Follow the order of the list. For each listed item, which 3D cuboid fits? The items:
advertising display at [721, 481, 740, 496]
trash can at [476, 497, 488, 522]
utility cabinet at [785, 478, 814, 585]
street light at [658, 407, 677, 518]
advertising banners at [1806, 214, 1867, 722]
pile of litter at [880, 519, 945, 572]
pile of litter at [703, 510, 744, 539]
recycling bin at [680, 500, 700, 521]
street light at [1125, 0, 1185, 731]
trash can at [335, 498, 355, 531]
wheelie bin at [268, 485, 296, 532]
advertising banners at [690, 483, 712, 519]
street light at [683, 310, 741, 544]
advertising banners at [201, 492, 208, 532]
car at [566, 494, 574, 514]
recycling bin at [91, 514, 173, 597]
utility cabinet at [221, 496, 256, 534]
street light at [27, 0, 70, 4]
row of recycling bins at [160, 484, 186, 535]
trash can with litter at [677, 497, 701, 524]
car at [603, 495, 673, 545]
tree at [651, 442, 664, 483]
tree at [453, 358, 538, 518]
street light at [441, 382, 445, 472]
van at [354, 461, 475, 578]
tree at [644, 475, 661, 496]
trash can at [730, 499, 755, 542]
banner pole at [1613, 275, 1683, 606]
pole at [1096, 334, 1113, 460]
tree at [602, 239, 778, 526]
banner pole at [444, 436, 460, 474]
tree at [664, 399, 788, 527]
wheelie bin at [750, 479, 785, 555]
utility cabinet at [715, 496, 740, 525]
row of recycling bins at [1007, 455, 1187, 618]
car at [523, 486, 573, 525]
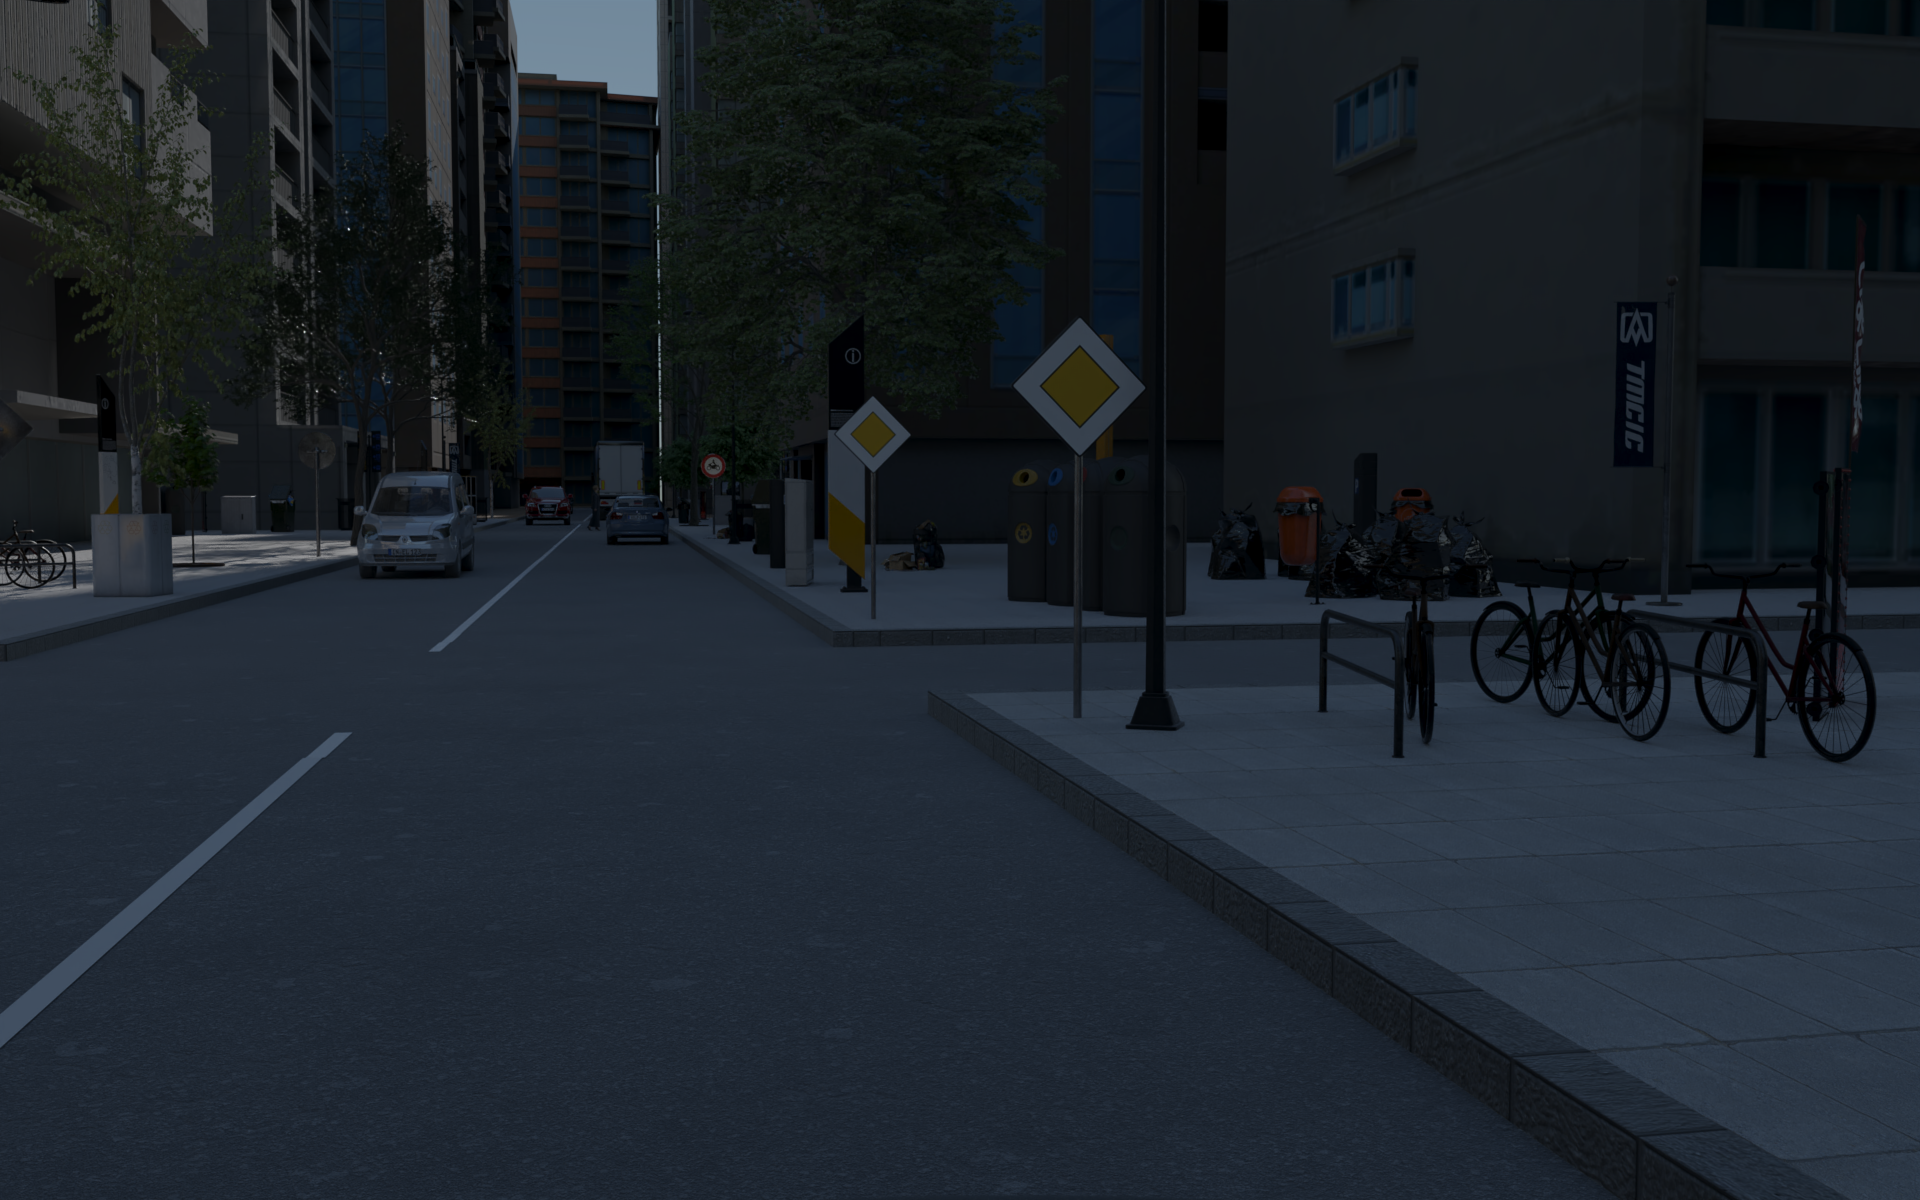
[{"bbox_3d":[-11.149,-4.825,84.110,0.974,1.923,0.123,-2,4,-31],"label":"advertising display"},{"bbox_3d":[-21.923,-4.128,79.148,0.748,1.137,0.748,0,3,0],"label":"trash can"},{"bbox_3d":[-2.253,-0.967,24.484,0.318,1.500,1.173,0,3,0],"label":"utility cabinet"},{"bbox_3d":[-15.662,-7.267,91.349,1.470,5.913,1.316,-1,4,-11],"label":"street light"},{"bbox_3d":[5.333,-0.874,10.471,0.090,3.025,2.074,2,4,32],"label":"advertising banners"},{"bbox_3d":[-0.842,-0.952,29.531,1.176,0.858,1.719,2,4,28],"label":"pile of litter"},{"bbox_3d":[-6.502,-2.196,49.871,1.719,0.858,1.176,1,4,9],"label":"pile of litter"},{"bbox_3d":[-12.364,-4.084,79.329,0.722,1.027,0.722,1,4,9],"label":"recycling bin"},{"bbox_3d":[0.543,-2.246,9.260,1.470,5.913,1.316,-1,4,-11],"label":"street light"},{"bbox_3d":[-21.563,-3.013,60.918,0.748,1.137,0.748,0,3,0],"label":"trash can"},{"bbox_3d":[-22.804,-3.081,58.279,0.980,1.594,0.693,1,4,8],"label":"wheelie bin"},{"bbox_3d":[-13.265,-5.698,89.356,2.074,3.025,0.090,3,5,44],"label":"advertising banners"},{"bbox_3d":[-6.309,-4.372,44.021,1.470,5.913,1.316,-1,4,-11],"label":"street light"},{"bbox_3d":[-25.641,-3.820,58.639,0.090,3.025,2.074,-2,4,-28],"label":"advertising banners"},{"bbox_3d":[-28.463,-6.930,123.085,2.009,1.686,4.222,-1,4,-9],"label":"car"},{"bbox_3d":[-10.442,-0.570,21.866,0.722,1.027,0.722,0,4,-2],"label":"recycling bin"},{"bbox_3d":[-23.245,-2.729,55.788,1.020,1.237,0.306,0,4,3],"label":"utility cabinet"},{"bbox_3d":[-8.867,-2.655,15.952,1.470,5.913,1.316,-1,4,-11],"label":"street light"},{"bbox_3d":[-26.023,-2.859,53.852,3.534,1.692,1.069,-1,4,-22],"label":"row of recycling bins"},{"bbox_3d":[-11.734,-3.894,75.052,1.055,1.170,0.624,1,4,13],"label":"trash can with litter"},{"bbox_3d":[-9.352,-2.344,50.333,2.014,1.417,4.499,-1,4,-10],"label":"car"},{"bbox_3d":[-13.324,-6.284,86.460,4.285,4.588,4.351,0,3,0],"label":"tree"},{"bbox_3d":[-24.725,-8.672,92.146,4.737,8.622,4.395,0,3,0],"label":"tree"},{"bbox_3d":[-18.299,-5.543,63.176,1.470,5.913,1.316,-1,4,-11],"label":"street light"},{"bbox_3d":[-9.635,-1.456,30.818,2.013,2.044,4.112,-1,4,-11],"label":"van"},{"bbox_3d":[-28.370,-10.199,161.350,1.663,3.219,1.824,0,3,0],"label":"tree"},{"bbox_3d":[-5.841,-2.154,46.877,0.748,1.137,0.748,0,3,0],"label":"trash can"},{"bbox_3d":[7.895,-1.826,19.875,0.863,3.779,0.401,0,4,0],"label":"banner pole"},{"bbox_3d":[1.858,-1.739,22.274,0.158,3.312,0.155,0,3,0],"label":"pole"},{"bbox_3d":[-10.475,-8.757,68.927,9.928,11.665,9.643,0,3,0],"label":"tree"},{"bbox_3d":[-21.834,-5.153,74.270,0.863,3.779,0.401,-1,4,-17],"label":"banner pole"},{"bbox_3d":[-7.472,-4.621,59.269,4.285,4.588,4.351,0,3,0],"label":"tree"},{"bbox_3d":[-4.028,-1.772,36.886,0.980,1.594,0.693,2,4,25],"label":"wheelie bin"},{"bbox_3d":[-9.664,-3.720,71.976,1.020,1.237,0.306,1,4,12],"label":"utility cabinet"},{"bbox_3d":[1.519,-0.766,19.638,1.069,1.692,3.534,-1,4,-21],"label":"row of recycling bins"},{"bbox_3d":[-19.286,-4.429,81.079,2.281,1.827,5.304,-1,4,-13],"label":"car"}]
